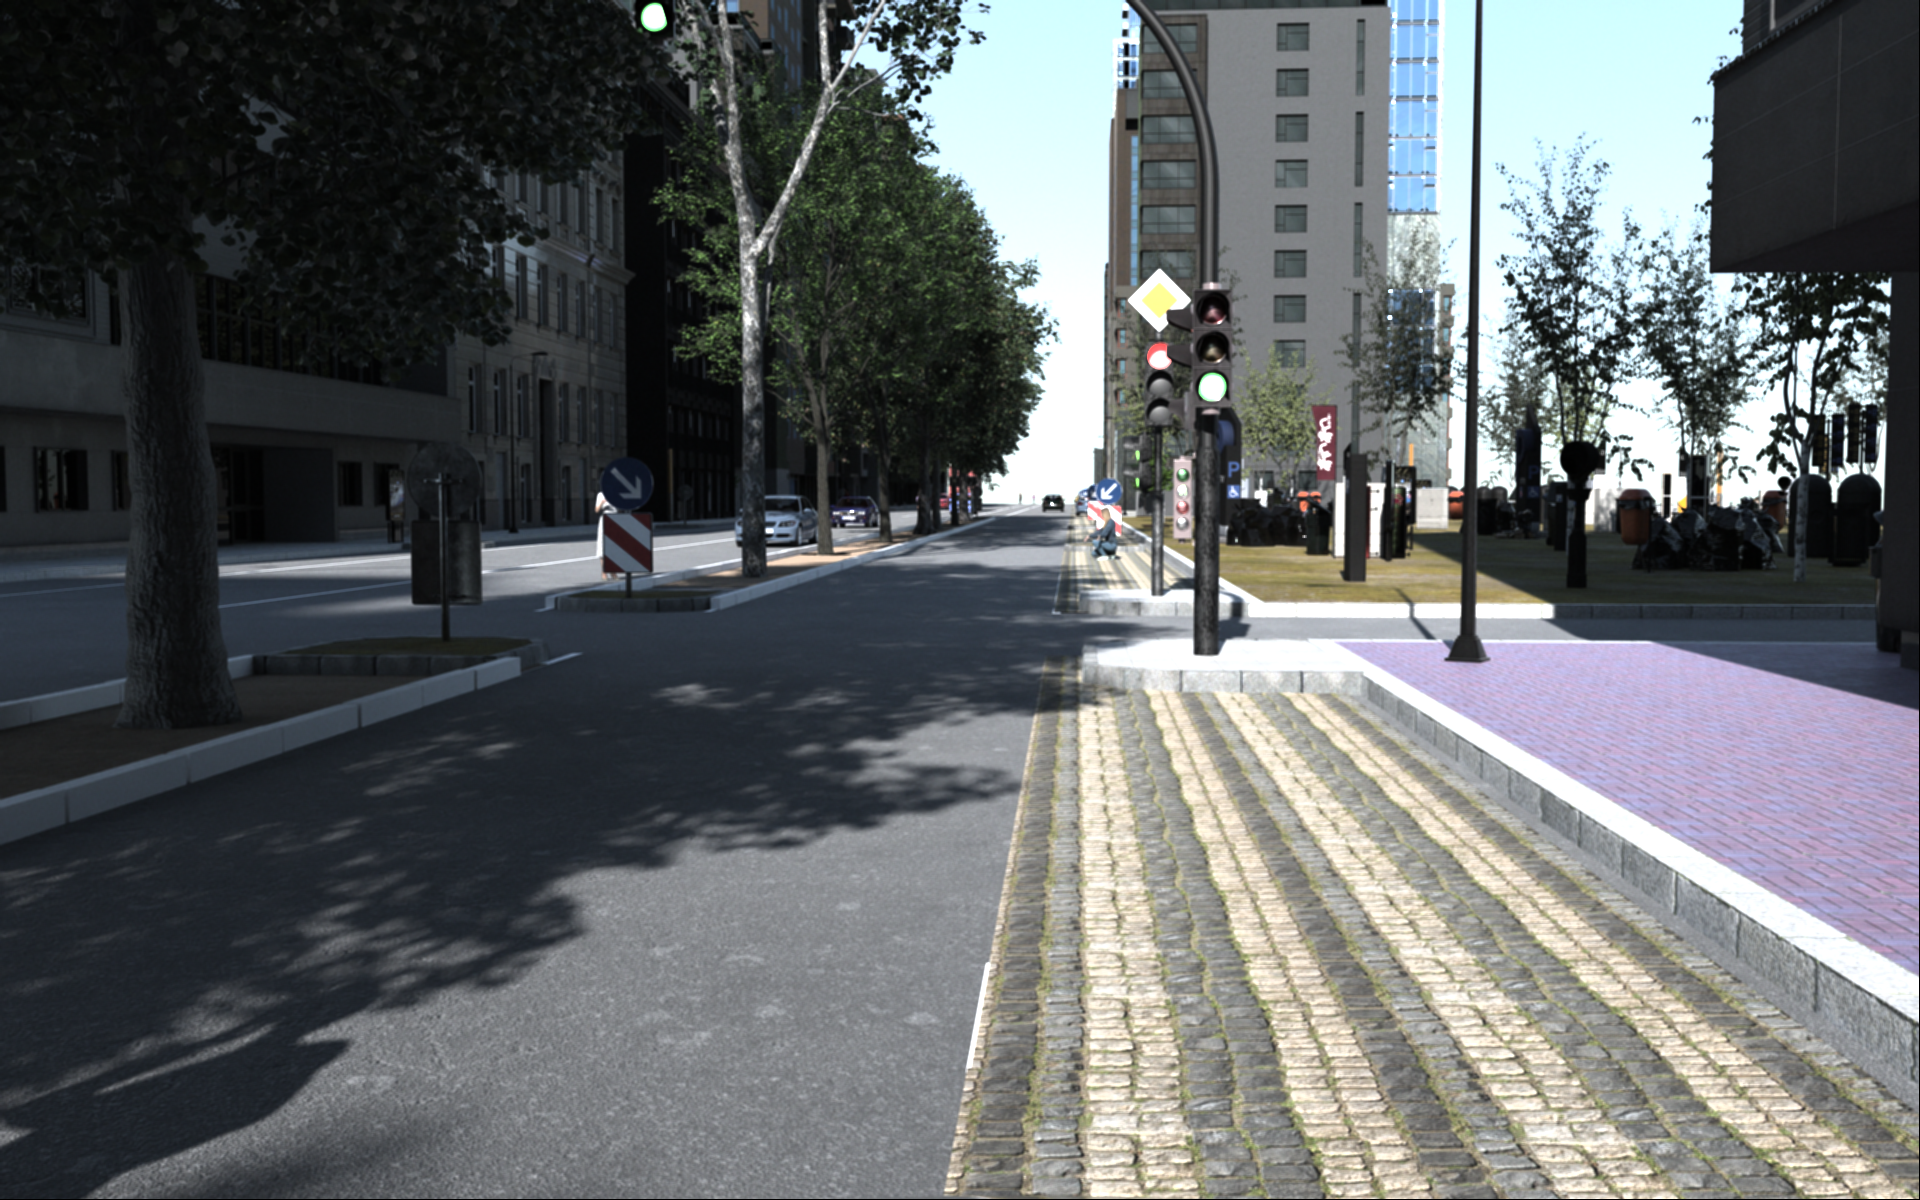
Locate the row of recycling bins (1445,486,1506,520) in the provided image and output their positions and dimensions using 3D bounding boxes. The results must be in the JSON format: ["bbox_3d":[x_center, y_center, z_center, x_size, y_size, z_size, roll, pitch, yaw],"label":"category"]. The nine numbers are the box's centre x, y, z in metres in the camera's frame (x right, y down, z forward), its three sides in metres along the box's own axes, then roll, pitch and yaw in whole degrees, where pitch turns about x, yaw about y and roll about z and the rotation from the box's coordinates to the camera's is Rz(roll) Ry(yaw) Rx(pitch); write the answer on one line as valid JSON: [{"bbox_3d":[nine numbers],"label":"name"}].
[{"bbox_3d":[26.148,-4.942,87.907,3.534,1.692,1.069,-1,4,-12],"label":"row of recycling bins"}]

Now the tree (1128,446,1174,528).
[{"bbox_3d":[7.615,-4.557,69.102,1.663,3.219,1.824,0,3,0],"label":"tree"}]

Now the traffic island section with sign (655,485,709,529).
[{"bbox_3d":[-11.608,-3.921,72.738,1.989,1.847,2.006,0,4,4],"label":"traffic island section with sign"}]

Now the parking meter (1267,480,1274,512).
[{"bbox_3d":[13.152,-4.139,73.379,0.255,1.863,0.399,1,4,18],"label":"parking meter"}]

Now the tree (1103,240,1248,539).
[{"bbox_3d":[6.372,-6.056,49.376,4.360,8.622,3.978,0,3,0],"label":"tree"}]

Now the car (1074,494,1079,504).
[{"bbox_3d":[16.559,-13.840,236.514,2.015,1.641,3.980,0,4,3],"label":"car"}]

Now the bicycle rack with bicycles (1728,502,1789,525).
[{"bbox_3d":[34.205,-3.588,72.052,2.852,0.926,2.925,-1,4,-15],"label":"bicycle rack with bicycles"}]

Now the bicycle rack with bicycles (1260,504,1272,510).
[{"bbox_3d":[10.807,-3.055,63.324,2.925,0.926,2.852,1,4,22],"label":"bicycle rack with bicycles"}]

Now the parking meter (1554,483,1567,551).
[{"bbox_3d":[13.667,-1.885,39.229,0.372,1.533,0.369,0,3,0],"label":"parking meter"}]

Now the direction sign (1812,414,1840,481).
[{"bbox_3d":[24.532,-3.487,49.004,0.379,3.537,0.876,-3,4,-38],"label":"direction sign"}]

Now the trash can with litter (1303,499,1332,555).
[{"bbox_3d":[7.783,-1.537,36.514,1.055,1.170,0.624,0,4,3],"label":"trash can with litter"}]

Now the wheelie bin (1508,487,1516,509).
[{"bbox_3d":[19.429,-3.185,59.976,0.693,1.594,0.980,-1,4,-16],"label":"wheelie bin"}]

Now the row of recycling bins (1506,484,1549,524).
[{"bbox_3d":[25.106,-4.132,74.675,1.069,1.692,3.534,-1,4,-14],"label":"row of recycling bins"}]

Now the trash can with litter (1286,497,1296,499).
[{"bbox_3d":[15.080,-4.130,78.919,0.624,1.170,1.055,1,4,21],"label":"trash can with litter"}]

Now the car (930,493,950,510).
[{"bbox_3d":[-1.817,-9.062,157.202,2.155,1.783,4.494,0,4,5],"label":"car"}]

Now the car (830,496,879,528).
[{"bbox_3d":[-4.526,-3.781,74.404,1.945,1.354,3.894,0,4,4],"label":"car"}]

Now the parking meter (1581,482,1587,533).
[{"bbox_3d":[19.354,-2.963,54.153,0.399,1.863,0.255,3,5,42],"label":"parking meter"}]

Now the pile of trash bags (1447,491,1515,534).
[{"bbox_3d":[17.245,-2.886,56.933,3.447,1.369,1.912,-3,4,-36],"label":"pile of trash bags"}]

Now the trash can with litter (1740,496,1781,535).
[{"bbox_3d":[24.709,-2.674,54.784,1.678,1.210,2.233,-1,4,-14],"label":"trash can with litter"}]

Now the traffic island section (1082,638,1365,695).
[{"bbox_3d":[1.982,0.515,13.868,2.009,0.180,2.903,0,4,4],"label":"traffic island section"}]

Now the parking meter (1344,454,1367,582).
[{"bbox_3d":[5.818,-1.209,25.473,0.255,1.863,0.399,0,4,0],"label":"parking meter"}]

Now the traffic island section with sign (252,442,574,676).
[{"bbox_3d":[-4.544,-0.391,14.537,2.006,1.907,1.989,0,4,4],"label":"traffic island section with sign"}]

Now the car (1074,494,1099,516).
[{"bbox_3d":[8.425,-6.188,113.172,2.014,1.417,4.499,0,4,3],"label":"car"}]

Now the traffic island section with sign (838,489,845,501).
[{"bbox_3d":[-8.299,-6.985,122.830,1.989,1.847,2.006,0,4,4],"label":"traffic island section with sign"}]

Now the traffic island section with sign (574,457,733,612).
[{"bbox_3d":[-4.046,-0.843,21.927,2.006,1.907,1.989,0,4,4],"label":"traffic island section with sign"}]

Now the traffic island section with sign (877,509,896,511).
[{"bbox_3d":[-6.529,-8.630,149.727,1.989,1.847,2.006,0,4,4],"label":"traffic island section with sign"}]

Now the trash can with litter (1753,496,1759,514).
[{"bbox_3d":[40.864,-4.776,89.473,0.624,1.170,1.055,-3,4,-39],"label":"trash can with litter"}]

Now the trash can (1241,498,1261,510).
[{"bbox_3d":[9.350,-2.701,55.807,0.748,1.137,0.748,0,3,0],"label":"trash can"}]

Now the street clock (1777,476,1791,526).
[{"bbox_3d":[33.408,-4.015,70.223,0.471,2.002,0.358,3,5,42],"label":"street clock"}]

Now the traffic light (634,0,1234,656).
[{"bbox_3d":[-0.151,-2.391,13.753,4.771,5.953,1.251,0,4,4],"label":"traffic light"}]

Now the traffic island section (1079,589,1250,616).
[{"bbox_3d":[2.508,0.027,21.836,2.009,0.180,2.903,0,4,4],"label":"traffic island section"}]

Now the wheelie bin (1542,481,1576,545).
[{"bbox_3d":[15.028,-2.162,43.259,0.980,1.594,0.693,2,4,34],"label":"wheelie bin"}]

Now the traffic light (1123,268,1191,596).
[{"bbox_3d":[2.469,-2.006,21.724,0.839,4.253,0.868,0,4,4],"label":"traffic light"}]

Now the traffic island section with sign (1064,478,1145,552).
[{"bbox_3d":[3.619,-2.136,43.552,1.989,1.847,2.006,0,4,4],"label":"traffic island section with sign"}]

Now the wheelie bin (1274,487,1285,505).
[{"bbox_3d":[14.064,-4.226,77.005,0.693,1.594,0.980,2,4,26],"label":"wheelie bin"}]

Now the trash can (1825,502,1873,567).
[{"bbox_3d":[15.690,-1.159,30.610,0.748,1.137,0.748,0,3,0],"label":"trash can"}]

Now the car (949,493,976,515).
[{"bbox_3d":[0.248,-6.885,122.158,1.945,1.707,3.694,0,4,6],"label":"car"}]

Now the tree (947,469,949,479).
[{"bbox_3d":[-2.267,-18.805,257.818,4.737,8.622,4.395,0,3,0],"label":"tree"}]

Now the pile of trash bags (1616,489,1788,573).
[{"bbox_3d":[12.229,-1.196,29.301,3.447,1.369,1.912,-3,4,-38],"label":"pile of trash bags"}]

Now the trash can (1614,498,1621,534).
[{"bbox_3d":[21.629,-2.727,56.242,0.748,1.137,0.748,0,3,0],"label":"trash can"}]

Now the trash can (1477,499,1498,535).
[{"bbox_3d":[16.469,-2.603,54.214,0.748,1.137,0.748,0,3,0],"label":"trash can"}]

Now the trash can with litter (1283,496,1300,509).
[{"bbox_3d":[9.695,-2.539,52.564,2.233,1.210,1.678,2,4,25],"label":"trash can with litter"}]

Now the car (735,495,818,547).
[{"bbox_3d":[-5.040,-2.221,48.323,2.014,1.417,4.499,0,4,5],"label":"car"}]

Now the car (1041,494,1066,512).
[{"bbox_3d":[7.514,-7.930,139.447,2.009,1.686,4.222,0,4,4],"label":"car"}]

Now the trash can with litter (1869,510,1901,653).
[{"bbox_3d":[7.830,-0.151,13.863,0.624,1.170,1.055,-1,4,-17],"label":"trash can with litter"}]

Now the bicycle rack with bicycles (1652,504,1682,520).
[{"bbox_3d":[25.081,-2.998,62.398,2.852,0.926,2.925,-1,4,-15],"label":"bicycle rack with bicycles"}]

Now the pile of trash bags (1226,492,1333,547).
[{"bbox_3d":[8.382,-2.028,42.906,3.447,1.369,1.912,0,4,-1],"label":"pile of trash bags"}]

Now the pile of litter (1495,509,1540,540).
[{"bbox_3d":[15.964,-2.182,49.633,1.176,0.858,1.719,0,4,6],"label":"pile of litter"}]

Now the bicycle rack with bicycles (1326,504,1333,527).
[{"bbox_3d":[14.020,-3.084,63.805,2.852,0.926,2.925,-2,4,-29],"label":"bicycle rack with bicycles"}]

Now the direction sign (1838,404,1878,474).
[{"bbox_3d":[22.721,-3.160,43.668,0.876,3.537,0.379,-1,4,-16],"label":"direction sign"}]

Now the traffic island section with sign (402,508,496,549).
[{"bbox_3d":[-13.390,-2.267,45.699,1.989,1.847,2.006,0,4,4],"label":"traffic island section with sign"}]

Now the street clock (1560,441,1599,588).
[{"bbox_3d":[8.454,-1.169,23.688,0.358,2.002,0.471,-2,4,-34],"label":"street clock"}]

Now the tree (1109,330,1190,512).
[{"bbox_3d":[8.831,-7.754,77.148,4.737,8.622,4.395,0,3,0],"label":"tree"}]

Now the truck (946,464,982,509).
[{"bbox_3d":[0.459,-9.608,146.000,2.839,4.237,11.283,0,4,3],"label":"truck"}]

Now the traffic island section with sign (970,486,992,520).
[{"bbox_3d":[0.898,-5.429,96.904,2.006,1.907,1.989,0,4,4],"label":"traffic island section with sign"}]

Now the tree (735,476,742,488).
[{"bbox_3d":[-13.149,-6.223,96.347,1.663,3.219,1.824,0,3,0],"label":"tree"}]

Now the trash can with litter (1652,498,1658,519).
[{"bbox_3d":[35.549,-4.752,89.090,1.055,1.170,0.624,-3,4,-39],"label":"trash can with litter"}]

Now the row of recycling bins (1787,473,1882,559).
[{"bbox_3d":[18.459,-1.677,34.530,3.534,1.692,1.069,2,4,30],"label":"row of recycling bins"}]
